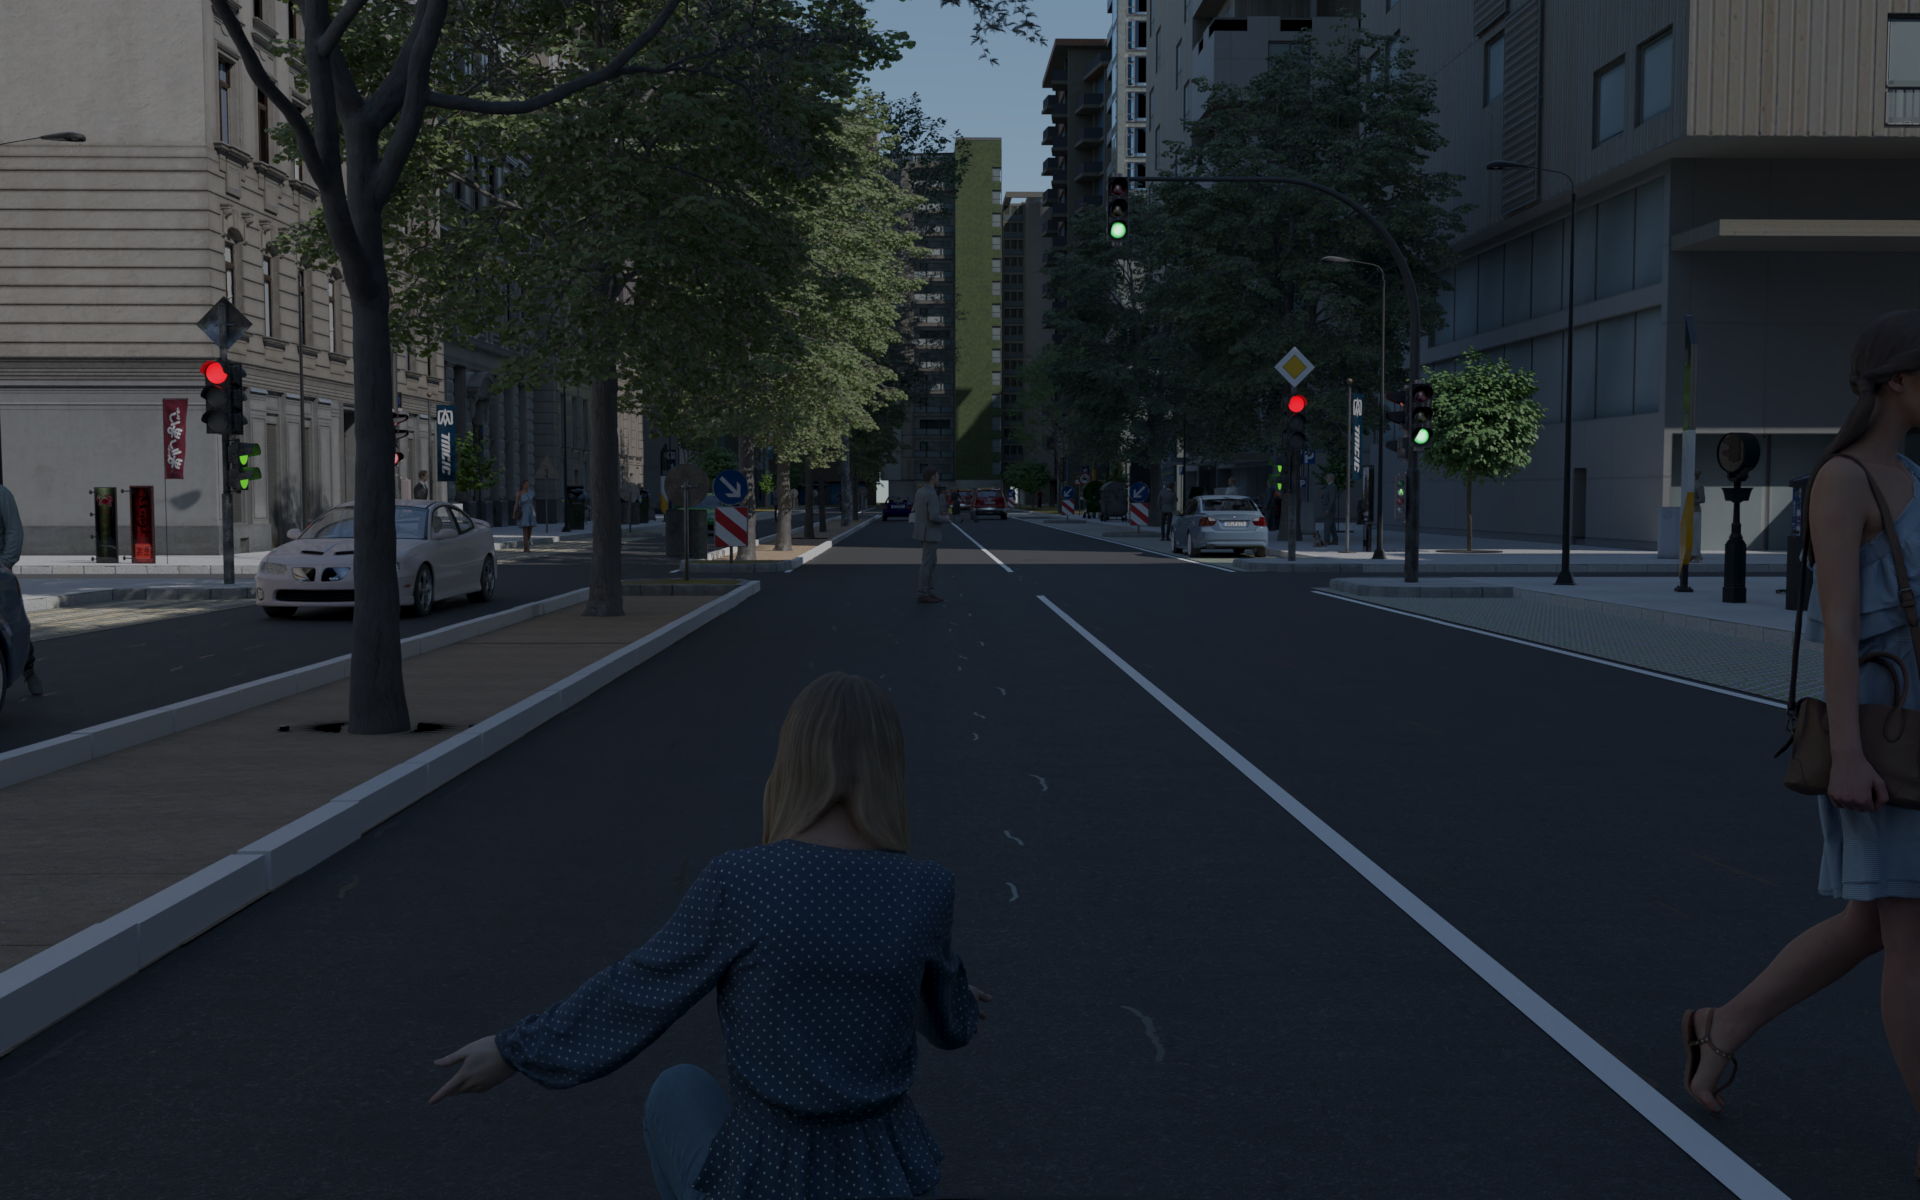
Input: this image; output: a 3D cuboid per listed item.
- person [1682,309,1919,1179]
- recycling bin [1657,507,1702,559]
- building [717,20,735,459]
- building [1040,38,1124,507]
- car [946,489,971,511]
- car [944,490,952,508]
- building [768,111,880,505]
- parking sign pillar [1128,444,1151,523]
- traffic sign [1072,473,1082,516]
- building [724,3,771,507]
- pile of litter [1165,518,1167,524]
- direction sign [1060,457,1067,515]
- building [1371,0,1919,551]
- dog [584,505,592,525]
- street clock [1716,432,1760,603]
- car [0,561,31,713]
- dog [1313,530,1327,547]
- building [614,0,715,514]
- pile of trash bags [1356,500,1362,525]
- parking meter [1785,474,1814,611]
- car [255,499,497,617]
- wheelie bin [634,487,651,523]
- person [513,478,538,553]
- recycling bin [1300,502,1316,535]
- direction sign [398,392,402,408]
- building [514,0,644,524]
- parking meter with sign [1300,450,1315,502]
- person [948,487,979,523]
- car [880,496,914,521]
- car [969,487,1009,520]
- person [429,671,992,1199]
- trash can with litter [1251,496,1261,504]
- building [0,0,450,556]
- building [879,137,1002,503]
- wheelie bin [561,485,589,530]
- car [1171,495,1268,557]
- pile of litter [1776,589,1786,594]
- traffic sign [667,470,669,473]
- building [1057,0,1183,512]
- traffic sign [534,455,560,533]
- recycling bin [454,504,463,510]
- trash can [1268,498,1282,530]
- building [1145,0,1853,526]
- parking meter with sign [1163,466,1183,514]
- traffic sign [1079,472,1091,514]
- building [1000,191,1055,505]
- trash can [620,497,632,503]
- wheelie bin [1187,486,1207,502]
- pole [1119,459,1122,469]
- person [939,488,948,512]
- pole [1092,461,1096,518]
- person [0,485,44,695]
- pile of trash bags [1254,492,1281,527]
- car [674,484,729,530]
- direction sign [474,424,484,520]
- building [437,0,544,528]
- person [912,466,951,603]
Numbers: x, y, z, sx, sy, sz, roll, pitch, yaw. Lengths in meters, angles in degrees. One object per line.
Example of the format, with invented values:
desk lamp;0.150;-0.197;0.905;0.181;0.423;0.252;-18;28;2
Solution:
person;1.889;0.303;3.639;0.616;1.811;0.778;-3;5;-42
recycling bin;14.301;-1.337;34.420;0.722;1.027;0.722;2;4;30
building;-30.655;-32.040;143.467;23.786;49.044;30.456;0;4;-1
building;19.243;-31.324;166.766;22.147;44.769;28.867;0;4;-1
car;0.102;-7.555;132.203;2.281;1.827;5.304;0;4;-1
car;-0.578;-8.848;153.345;2.281;1.827;5.304;0;4;-3
building;-16.577;-33.738;201.733;14.200;45.320;14.600;0;4;-1
parking sign pillar;8.207;-5.421;77.099;1.447;3.967;1.447;0;4;-5
traffic sign;6.937;-6.145;100.470;0.884;2.594;0.081;0;4;5
building;-29.850;-44.656;168.380;20.611;71.187;20.563;0;4;-1
pile of litter;8.516;-3.660;73.800;1.719;0.858;1.176;2;4;34
direction sign;6.282;-6.936;105.399;0.379;3.537;0.876;-1;4;-21
building;27.567;-28.074;48.247;27.495;52.752;28.713;0;4;-1
dog;-15.745;-3.539;72.245;0.513;0.831;0.800;-3;5;-40
street clock;9.141;-0.967;20.388;0.358;2.002;0.471;-1;4;-17
car;-6.652;0.181;9.037;2.014;1.417;4.499;0;4;-2
dog;8.796;-1.493;42.145;0.748;0.427;0.550;-2;4;-32
building;-28.544;-30.205;117.547;21.300;48.544;21.600;0;4;-1
pile of trash bags;17.817;-3.892;73.380;1.912;1.369;3.447;1;4;19
parking meter;9.343;-0.655;19.127;0.372;1.533;0.369;0;3;0
car;-7.180;-0.573;21.723;2.083;1.381;4.827;0;4;0
wheelie bin;-13.934;-4.158;75.895;0.693;1.594;0.980;-1;4;-18
person;-10.659;-2.066;42.378;0.616;1.811;0.778;-2;4;-27
recycling bin;10.823;-2.579;54.725;0.722;1.027;0.722;0;4;2
direction sign;-12.823;-2.844;38.495;0.876;3.537;0.379;0;4;-2
building;-23.261;-17.632;85.549;12.463;27.353;25.104;0;4;-1
parking meter with sign;13.670;-4.497;69.784;0.543;3.016;1.738;-1;4;-14
person;0.154;-4.767;86.657;1.509;1.804;0.699;1;4;13
car;-3.324;-4.933;93.228;1.945;1.354;3.894;0;4;-2
car;1.635;-5.486;98.361;2.281;1.827;5.304;0;4;0
person;-0.351;0.682;2.840;1.012;1.151;0.738;-1;4;-14
trash can with litter;13.127;-3.899;74.802;2.233;1.210;1.678;1;4;11
building;-20.337;-11.933;44.253;9.793;20.994;18.267;0;4;-1
building;-2.361;-31.675;201.474;14.086;41.232;14.154;0;4;-1
wheelie bin;-13.817;-3.328;62.313;0.980;1.594;0.693;-2;4;-26
car;5.996;-1.725;40.200;2.014;1.417;4.499;0;4;-1
pile of litter;10.926;-0.482;21.848;1.176;0.858;1.719;2;4;30
traffic sign;-14.039;-5.138;84.002;0.884;2.594;0.081;0;4;2
building;20.132;-50.334;135.626;22.319;86.520;31.000;0;4;-1
traffic sign;-13.627;-3.490;57.068;0.884;2.594;0.081;0;4;6
recycling bin;-13.405;-1.987;45.048;0.722;1.027;0.722;-3;5;-41
trash can;11.254;-3.081;62.029;0.748;1.137;0.748;0;3;0
building;24.719;-30.615;89.794;28.713;52.752;27.495;0;4;-1
parking meter with sign;13.004;-6.824;107.828;1.738;3.016;0.543;-1;4;-16
traffic sign;7.188;-6.095;99.759;0.768;2.556;0.104;0;4;1
building;16.464;-31.716;210.430;23.993;40.220;32.217;0;4;-1
trash can;-15.279;-4.124;79.076;0.748;1.137;0.748;0;3;0
wheelie bin;9.623;-3.806;70.128;0.980;1.594;0.693;2;4;34
pole;9.411;-6.585;101.506;0.158;3.312;0.155;0;3;0
person;-0.903;-4.961;90.355;0.466;1.731;0.760;1;4;16
pole;7.153;-6.017;92.218;0.158;3.312;0.155;0;3;0
person;-6.935;-0.194;12.151;0.782;1.767;0.515;0;4;-2
pile of trash bags;11.849;-3.569;68.100;1.912;1.369;3.447;-1;4;-12
car;-8.955;-3.179;60.778;1.959;1.807;4.718;0;4;-1
direction sign;-15.638;-3.938;56.375;0.379;3.537;0.876;0;4;1
building;-22.470;-14.332;63.199;11.050;23.489;19.941;0;4;-1
person;-0.329;-0.868;22.893;0.583;1.804;0.606;-2;4;-27
